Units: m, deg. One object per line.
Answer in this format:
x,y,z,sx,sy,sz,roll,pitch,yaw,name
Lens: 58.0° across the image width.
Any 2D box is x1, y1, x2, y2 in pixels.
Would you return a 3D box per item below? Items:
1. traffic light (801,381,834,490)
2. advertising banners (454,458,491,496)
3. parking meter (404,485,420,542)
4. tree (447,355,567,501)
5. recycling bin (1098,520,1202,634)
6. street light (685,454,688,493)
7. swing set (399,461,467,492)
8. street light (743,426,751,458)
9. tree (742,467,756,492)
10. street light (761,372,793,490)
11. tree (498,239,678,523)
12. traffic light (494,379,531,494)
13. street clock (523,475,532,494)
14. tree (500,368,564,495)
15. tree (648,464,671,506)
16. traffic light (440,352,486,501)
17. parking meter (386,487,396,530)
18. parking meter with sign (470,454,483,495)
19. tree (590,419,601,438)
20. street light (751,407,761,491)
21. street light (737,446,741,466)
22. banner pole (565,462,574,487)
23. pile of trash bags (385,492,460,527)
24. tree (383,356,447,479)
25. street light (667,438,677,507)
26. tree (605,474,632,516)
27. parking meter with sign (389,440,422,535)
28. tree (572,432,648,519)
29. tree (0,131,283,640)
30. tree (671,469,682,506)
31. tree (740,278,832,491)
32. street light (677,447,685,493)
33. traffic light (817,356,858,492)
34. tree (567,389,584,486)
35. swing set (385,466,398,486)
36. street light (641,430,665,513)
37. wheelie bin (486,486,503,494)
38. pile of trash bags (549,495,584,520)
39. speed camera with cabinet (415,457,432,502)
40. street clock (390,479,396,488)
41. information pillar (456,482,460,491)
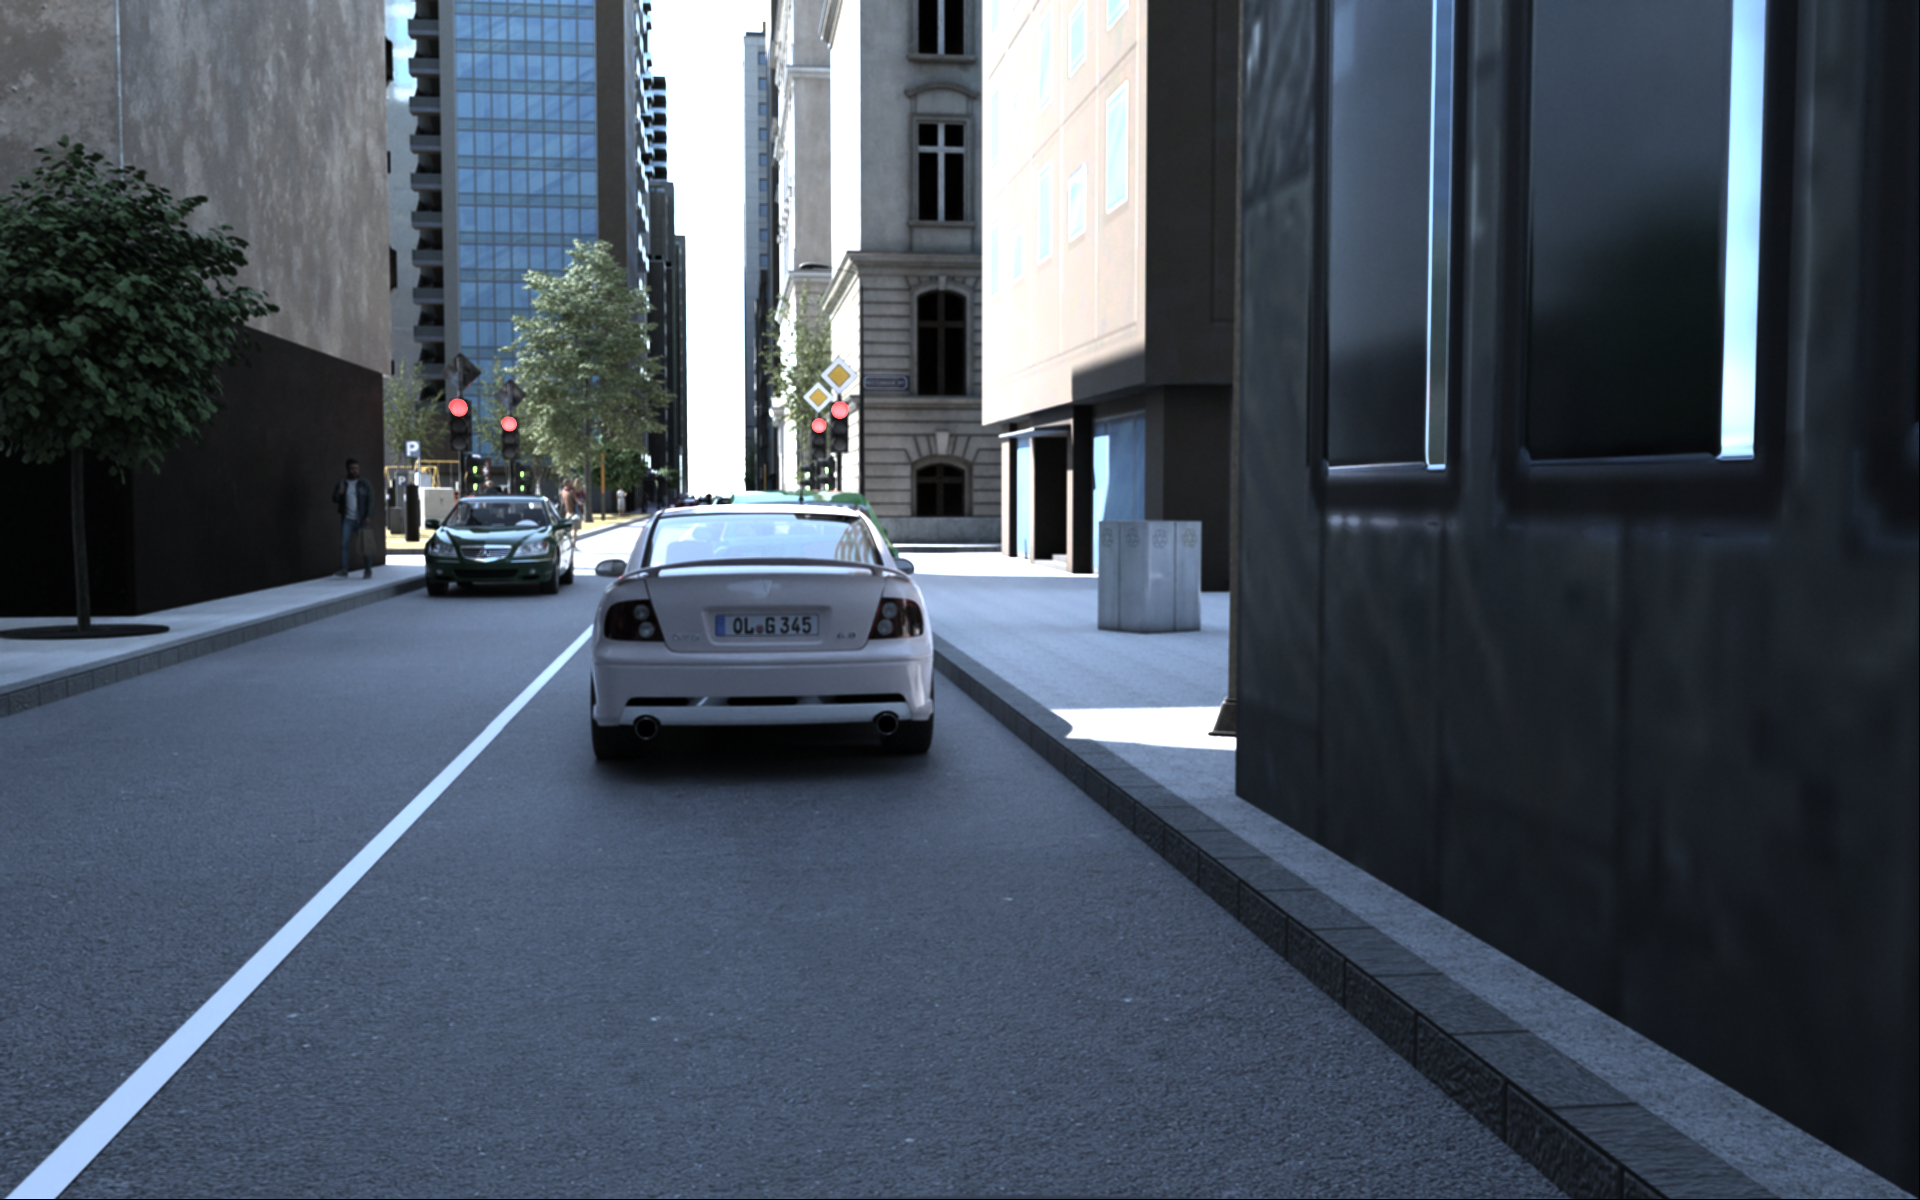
-3.556,-3.328,43.340,0.839,4.253,0.868,0,4,-8,traffic light
-23.776,-5.385,84.237,2.074,3.025,0.090,0,4,6,advertising banners
-14.754,-2.337,46.628,0.372,1.533,0.369,0,3,0,parking meter
-23.765,-8.610,91.134,4.737,8.622,4.395,0,3,0,tree
1.784,-0.231,16.328,0.722,1.027,0.722,-2,4,-34,recycling bin
-32.212,-13.981,201.128,1.470,5.913,1.316,0,4,-8,street light
-24.199,-5.147,81.776,2.862,2.851,3.119,3,5,41,swing set
-13.819,-8.883,117.785,1.470,5.913,1.316,0,4,-8,street light
-24.156,-13.527,204.878,4.285,4.588,4.351,0,3,0,tree
-6.732,-5.727,66.174,1.470,5.913,1.316,0,4,-8,street light
-16.528,-9.727,77.168,7.486,12.596,7.792,0,3,0,tree
-10.948,-3.267,42.331,0.839,4.253,0.868,0,4,-8,traffic light
-16.750,-3.826,67.133,0.358,2.002,0.471,-2,4,-25,street clock
-23.456,-8.924,96.268,4.360,8.622,3.978,0,3,0,tree
-20.154,-7.320,103.392,4.285,4.588,4.351,0,3,0,tree
-9.881,-2.783,34.417,0.839,4.253,0.868,0,4,-8,traffic light
-20.257,-3.263,61.765,0.372,1.533,0.369,0,3,0,parking meter
-21.149,-4.859,75.708,0.543,3.016,1.738,-1,4,-17,parking meter with sign
-25.033,-9.713,109.173,4.737,8.622,4.395,0,3,0,tree
-10.261,-7.326,92.323,1.470,5.913,1.316,0,4,-8,street light
-20.605,-11.935,167.674,1.470,5.913,1.316,0,4,-8,street light
-25.938,-7.636,114.865,0.863,3.779,0.401,1,4,11,banner pole
-21.656,-3.647,69.382,3.447,1.369,1.912,-1,4,-13,pile of trash bags
-29.845,-8.746,93.362,4.737,8.622,4.395,0,3,0,tree
-24.572,-10.498,144.184,1.470,5.913,1.316,0,4,-8,street light
-19.417,-6.427,99.680,1.663,3.219,1.824,0,3,0,tree
-17.809,-3.626,55.546,0.543,3.016,1.738,0,4,1,parking meter with sign
-18.746,-6.557,90.928,4.285,4.588,4.351,0,3,0,tree
-8.015,-1.968,15.893,4.285,4.588,4.351,0,3,0,tree
-32.282,-12.682,191.061,4.285,4.588,4.351,0,3,0,tree
-5.106,-6.710,60.075,4.737,8.622,4.395,0,3,0,tree
-28.056,-12.075,169.964,1.470,5.913,1.316,0,4,-8,street light
-2.489,-2.844,35.426,0.839,4.253,0.868,0,4,-8,traffic light
-24.870,-9.253,101.653,4.737,8.622,4.395,0,3,0,tree
-31.273,-6.163,98.386,3.119,2.851,2.862,0,4,0,swing set
-21.139,-8.940,118.705,1.470,5.913,1.316,0,4,-8,street light
-19.325,-3.916,71.930,0.980,1.594,0.693,1,4,10,wheelie bin
-19.775,-4.724,86.983,1.912,1.369,3.447,-1,4,-17,pile of trash bags
-23.375,-5.001,76.106,0.660,3.252,2.038,-2,4,-31,speed camera with cabinet
-26.504,-4.678,81.062,0.358,2.002,0.471,-2,4,-32,street clock
-30.411,-6.162,105.236,0.304,2.012,0.304,-2,4,-34,information pillar
